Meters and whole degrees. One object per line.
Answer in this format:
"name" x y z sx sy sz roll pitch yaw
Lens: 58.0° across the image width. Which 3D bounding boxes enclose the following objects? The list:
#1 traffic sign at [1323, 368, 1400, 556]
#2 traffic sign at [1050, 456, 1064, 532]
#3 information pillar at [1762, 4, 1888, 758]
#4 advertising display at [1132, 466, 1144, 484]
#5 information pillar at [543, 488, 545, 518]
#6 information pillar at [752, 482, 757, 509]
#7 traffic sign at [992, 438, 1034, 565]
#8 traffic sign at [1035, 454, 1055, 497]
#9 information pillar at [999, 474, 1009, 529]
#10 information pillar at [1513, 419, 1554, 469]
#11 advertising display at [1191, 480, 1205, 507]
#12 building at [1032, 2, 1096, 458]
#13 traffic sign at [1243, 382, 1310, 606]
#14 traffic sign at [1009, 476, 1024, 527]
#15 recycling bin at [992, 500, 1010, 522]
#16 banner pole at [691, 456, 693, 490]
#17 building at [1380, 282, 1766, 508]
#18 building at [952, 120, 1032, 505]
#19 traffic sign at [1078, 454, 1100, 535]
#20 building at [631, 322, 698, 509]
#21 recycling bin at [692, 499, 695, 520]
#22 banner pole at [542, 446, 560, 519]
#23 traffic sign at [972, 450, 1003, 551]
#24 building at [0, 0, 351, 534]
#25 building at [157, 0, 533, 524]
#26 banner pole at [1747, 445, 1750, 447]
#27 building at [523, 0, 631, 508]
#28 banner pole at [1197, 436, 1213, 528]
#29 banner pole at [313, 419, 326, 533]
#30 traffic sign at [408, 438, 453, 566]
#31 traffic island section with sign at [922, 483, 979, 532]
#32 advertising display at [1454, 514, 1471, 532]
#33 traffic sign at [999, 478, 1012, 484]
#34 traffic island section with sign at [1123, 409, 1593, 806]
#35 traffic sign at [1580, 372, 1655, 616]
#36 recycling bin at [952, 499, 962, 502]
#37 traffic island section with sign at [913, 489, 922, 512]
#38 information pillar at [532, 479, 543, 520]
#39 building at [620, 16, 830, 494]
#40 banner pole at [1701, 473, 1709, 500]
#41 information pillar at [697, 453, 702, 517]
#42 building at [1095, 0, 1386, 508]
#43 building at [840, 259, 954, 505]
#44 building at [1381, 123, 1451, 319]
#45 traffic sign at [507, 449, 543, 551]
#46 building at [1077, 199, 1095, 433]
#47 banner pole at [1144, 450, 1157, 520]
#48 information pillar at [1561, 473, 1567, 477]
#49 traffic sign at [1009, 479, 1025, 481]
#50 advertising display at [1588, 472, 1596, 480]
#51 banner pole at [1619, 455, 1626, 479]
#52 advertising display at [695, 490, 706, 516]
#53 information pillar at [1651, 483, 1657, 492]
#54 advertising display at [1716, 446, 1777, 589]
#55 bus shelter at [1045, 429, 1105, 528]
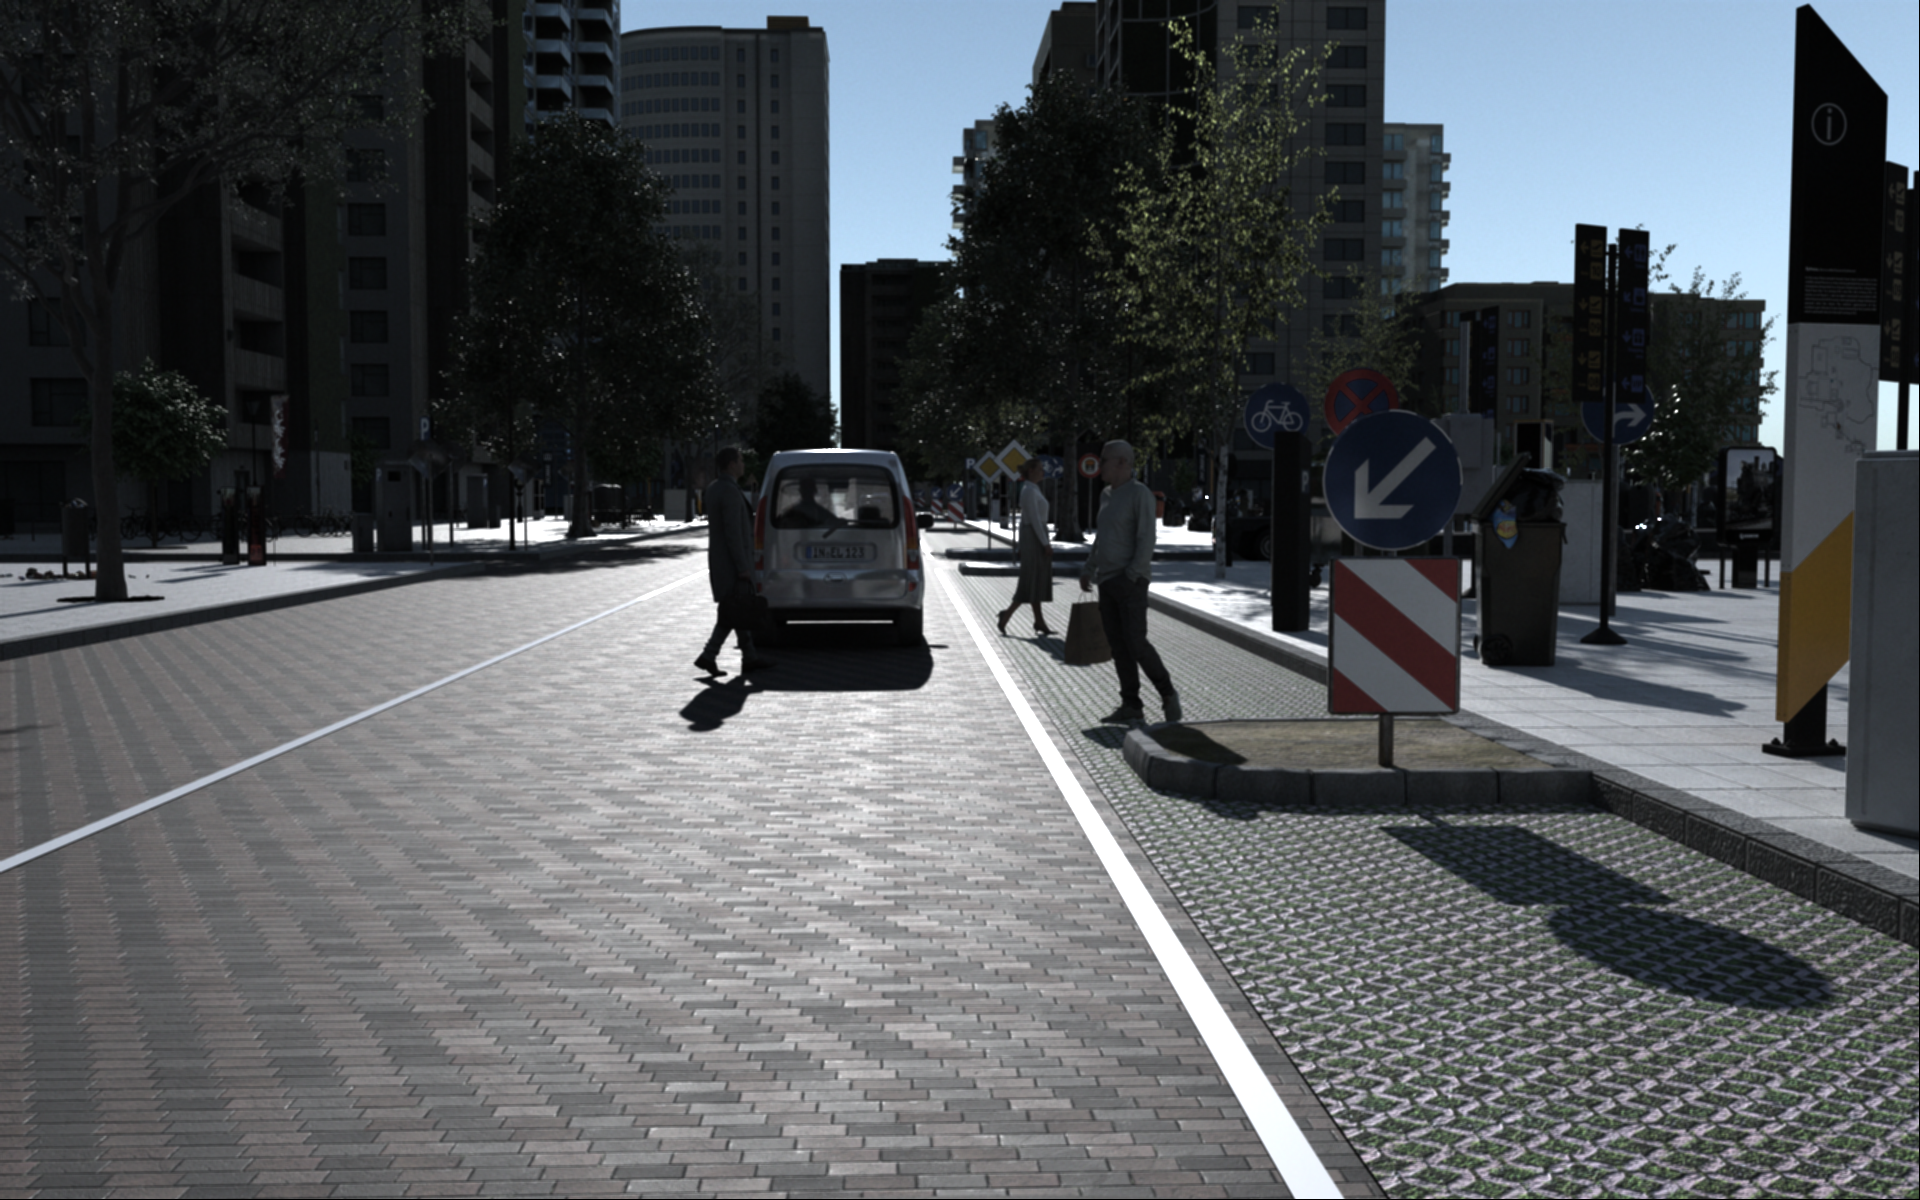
"traffic sign" 4.055 -1.069 17.578 0.768 2.556 0.104 0 4 4
"traffic sign" 3.202 -3.541 57.998 0.768 2.556 0.104 0 4 7
"information pillar" 4.249 -1.046 8.464 0.504 3.616 0.183 -1 4 -14
"advertising display" 3.953 -2.108 39.686 0.123 1.923 0.974 -1 4 -19
"information pillar" -22.040 -5.290 90.986 0.304 2.012 0.304 3 4 38
"information pillar" -12.143 -5.984 102.322 0.304 2.012 0.304 -1 4 -13
"traffic sign" 0.980 -1.694 31.345 0.795 2.450 0.064 0 4 -2
"traffic sign" 2.664 -3.383 55.424 0.768 2.556 0.104 0 4 2
"information pillar" 1.638 -3.656 64.270 0.304 2.012 0.304 1 4 12
"information pillar" 5.674 -0.777 17.192 0.304 2.012 0.304 2 4 35
"advertising display" 10.834 -4.501 78.805 0.123 1.923 0.974 -2 4 -24
"building" 18.506 -33.350 168.971 21.300 48.544 21.600 0 4 -2
"traffic sign" 3.613 -1.207 19.844 0.768 2.556 0.104 0 4 -1
"traffic sign" 2.084 -4.154 67.925 0.884 2.594 0.081 0 4 1
"recycling bin" 1.868 -4.082 79.296 0.722 1.027 0.722 1 4 12
"banner pole" -17.330 -7.537 113.243 0.863 3.779 0.401 -3 4 -36
"building" 56.573 -19.724 167.528 28.899 21.520 27.650 0 4 -2
"building" 14.187 -36.761 220.647 30.456 49.044 23.786 0 4 -2
"traffic sign" 4.091 -3.325 54.476 0.768 2.556 0.104 0 4 7
"building" -40.946 -19.547 164.635 28.899 21.520 27.650 0 4 -2
"recycling bin" -13.811 -4.571 87.282 0.722 1.027 0.722 -2 4 -29
"banner pole" -21.089 -6.075 89.348 0.863 3.779 0.401 -1 4 -18
"traffic sign" 0.667 -2.182 39.324 0.795 2.450 0.064 0 4 -2
"building" -30.925 -17.685 60.855 14.160 30.474 14.107 0 4 -2
"building" -30.548 -19.389 88.713 14.160 30.474 14.107 0 4 -2
"banner pole" 40.616 -6.040 88.767 0.863 3.779 0.401 0 4 3
"building" -36.130 -49.803 126.958 22.319 86.520 31.000 0 4 -2
"banner pole" 9.247 -4.606 65.320 0.401 3.779 0.863 -3 5 -41
"banner pole" -21.230 -4.110 57.223 0.401 3.779 0.863 -1 4 -14
"traffic sign" -9.457 -1.671 30.958 0.795 2.450 0.064 0 4 -2
"traffic island section with sign" -0.307 -3.454 65.098 1.989 1.847 2.006 0 4 -2
"advertising display" 15.951 -3.064 55.315 0.974 1.923 0.123 -2 4 -30
"traffic sign" 2.588 -5.918 96.867 0.768 2.556 0.104 0 4 0
"traffic island section with sign" 1.886 -0.015 8.867 1.989 1.847 2.006 0 4 -2
"traffic sign" 6.857 -1.104 18.154 0.768 2.556 0.104 0 4 1
"recycling bin" -0.041 -6.008 110.789 0.722 1.027 0.722 3 4 39
"traffic island section with sign" -1.378 -5.123 92.384 1.989 1.847 2.006 0 4 -2
"information pillar" -20.824 -4.932 85.135 0.304 2.012 0.304 -1 4 -22
"building" -30.504 -41.305 217.329 28.212 58.520 21.231 0 4 -2
"banner pole" 32.980 -5.302 76.703 0.863 3.779 0.401 -3 4 -38
"information pillar" -14.798 -6.537 98.236 0.183 3.616 0.504 -2 4 -24
"building" 19.590 -42.474 132.699 20.563 71.187 20.611 0 4 -2
"building" -7.892 -27.152 215.628 14.107 30.474 14.160 0 4 -2
"building" 45.796 -36.845 222.017 30.456 49.044 23.786 0 4 -2
"traffic sign" -9.770 -2.159 38.937 0.795 2.450 0.064 0 4 -2
"building" 16.538 -23.214 151.244 14.160 30.474 14.107 0 4 -2
"banner pole" 9.344 -5.860 85.836 0.863 3.779 0.401 1 4 22
"information pillar" 20.851 -3.400 60.084 0.304 2.012 0.304 3 4 37
"traffic sign" 2.202 -4.296 70.241 0.884 2.594 0.081 0 4 4
"advertising display" 18.713 -2.821 51.341 0.123 1.923 0.974 2 4 25
"banner pole" 37.385 -6.613 98.146 0.401 3.779 0.863 -2 4 -28
"advertising display" -15.089 -5.837 100.653 0.123 1.923 0.974 -3 5 -44
"information pillar" 30.009 -4.321 75.145 0.304 2.012 0.304 -2 4 -26
"advertising display" 10.697 -1.122 23.565 0.974 1.923 0.123 -2 4 -25
"bus shelter" 4.361 -4.557 65.788 1.731 3.624 6.357 0 4 -2
